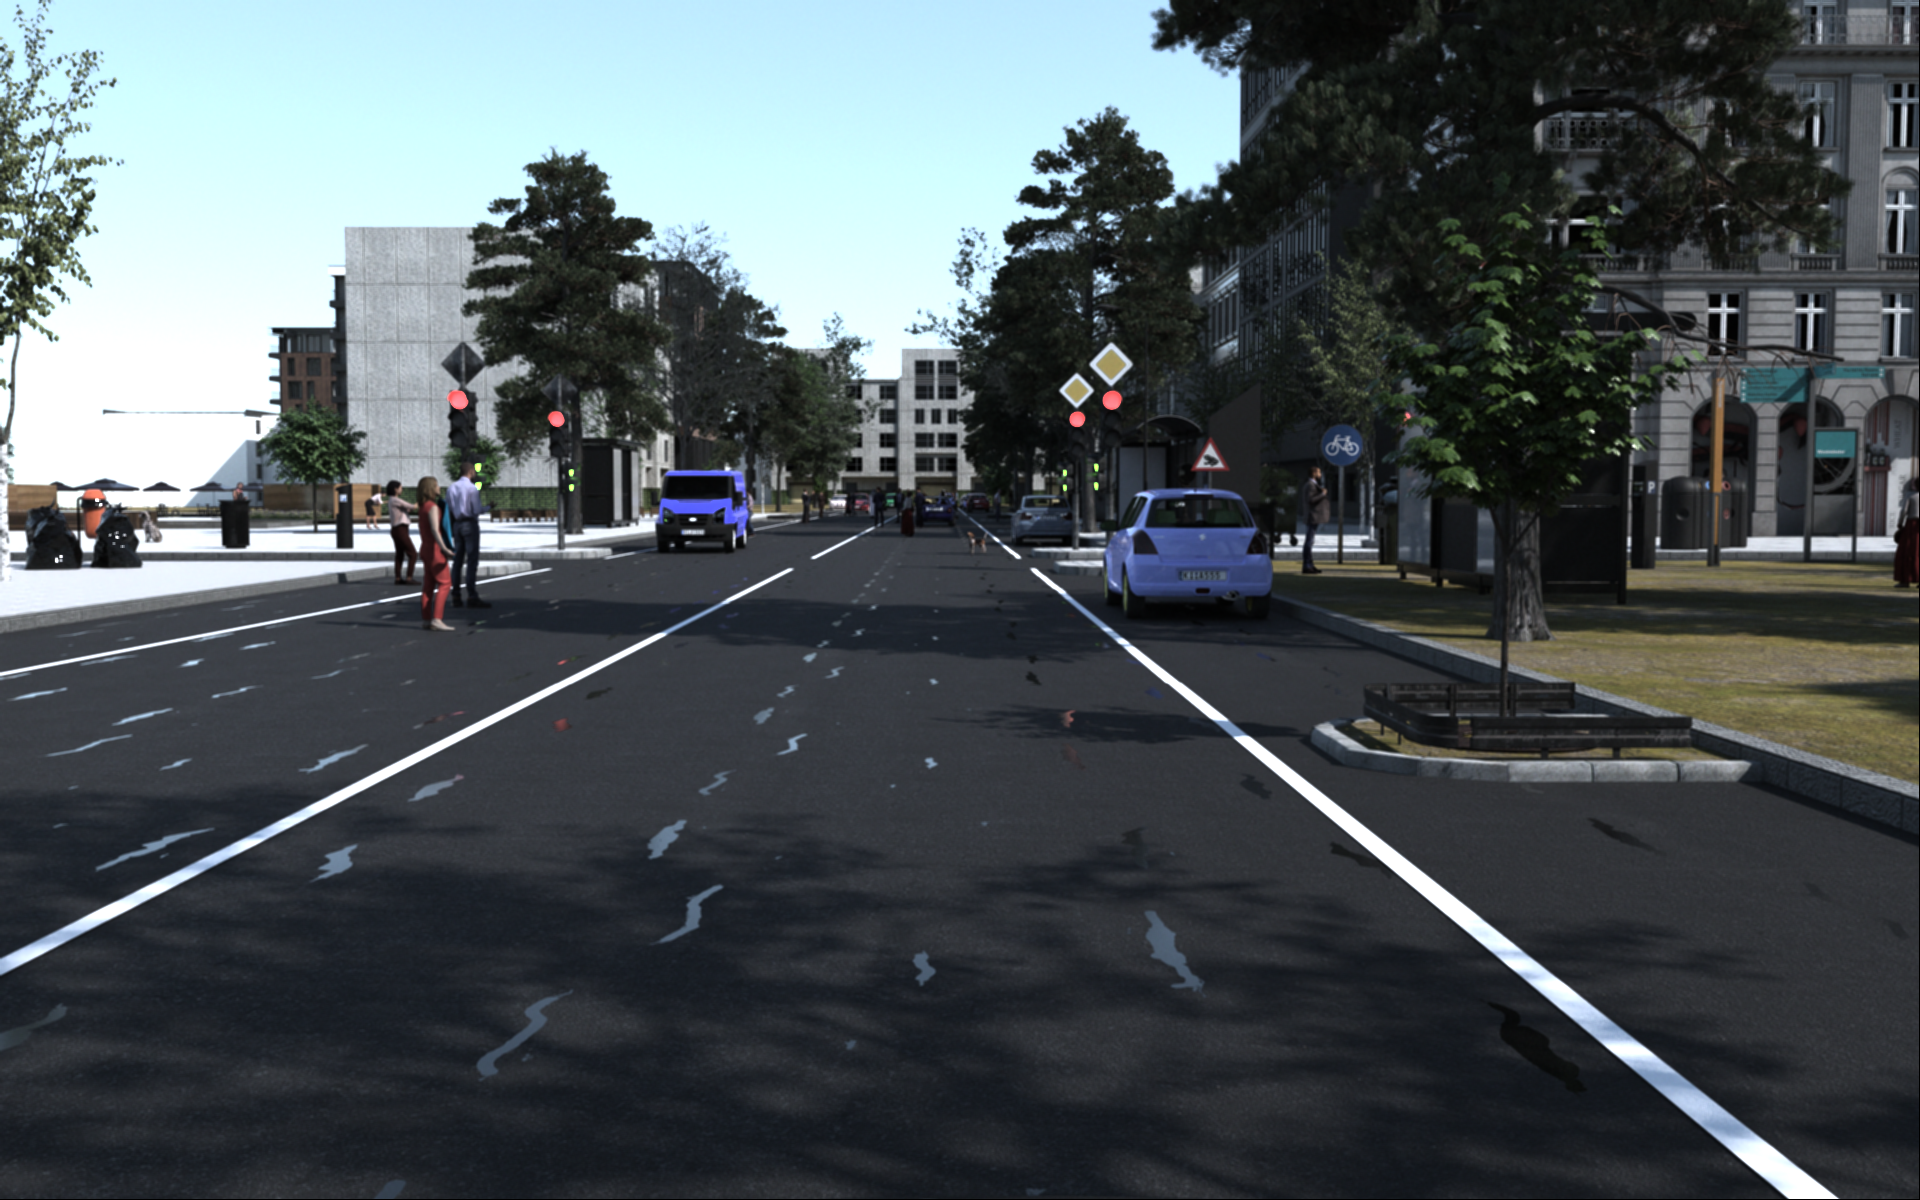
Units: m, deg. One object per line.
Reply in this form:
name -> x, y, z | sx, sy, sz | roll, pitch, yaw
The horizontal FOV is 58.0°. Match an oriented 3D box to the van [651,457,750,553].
van -> -6.512, -2.423, 44.001 | 2.240, 2.365, 5.245 | 0, 4, -3

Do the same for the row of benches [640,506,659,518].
row of benches -> -17.931, -4.849, 94.747 | 4.104, 0.672, 1.422 | -1, 4, -16

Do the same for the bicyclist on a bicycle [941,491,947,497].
bicyclist on a bicycle -> -0.882, -4.885, 89.887 | 1.499, 1.676, 1.625 | 0, 4, -2

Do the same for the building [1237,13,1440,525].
building -> 21.882, -17.589, 81.094 | 14.314, 27.812, 24.014 | 0, 4, -1

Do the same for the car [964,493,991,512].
car -> 1.414, -7.824, 136.960 | 2.155, 1.783, 4.494 | 0, 4, -1

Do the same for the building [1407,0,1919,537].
building -> 27.693, -13.142, 56.672 | 24.055, 21.916, 13.314 | 0, 4, -1

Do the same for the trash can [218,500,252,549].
trash can -> -17.106, -1.788, 40.887 | 0.748, 1.137, 0.748 | 0, 3, 0

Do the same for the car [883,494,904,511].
car -> -5.690, -8.564, 148.816 | 1.959, 1.807, 4.718 | 0, 4, -1

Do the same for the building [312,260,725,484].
building -> -40.094, -19.663, 165.462 | 32.646, 21.610, 27.936 | 0, 4, -1

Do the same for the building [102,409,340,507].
building -> -70.566, -14.286, 175.717 | 28.070, 9.664, 9.099 | 0, 4, -1

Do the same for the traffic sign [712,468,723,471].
traffic sign -> -11.807, -5.137, 84.103 | 0.768, 2.556, 0.104 | 0, 4, 1

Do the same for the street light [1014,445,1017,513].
street light -> 3.216, -8.706, 114.881 | 1.470, 5.913, 1.316 | 0, 4, -1

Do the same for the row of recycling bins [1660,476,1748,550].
row of recycling bins -> 17.535, -2.065, 40.870 | 3.534, 1.692, 1.069 | -3, 5, -44

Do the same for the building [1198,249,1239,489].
building -> 21.086, -16.409, 104.450 | 11.583, 22.565, 21.152 | 0, 4, -1

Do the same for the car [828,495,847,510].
car -> -10.195, -8.282, 147.773 | 2.083, 1.381, 4.827 | 0, 4, -2

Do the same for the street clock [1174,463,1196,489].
street clock -> 5.279, -2.209, 40.689 | 0.471, 2.002, 0.358 | -1, 4, -23

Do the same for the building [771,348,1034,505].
building -> -7.212, -21.506, 218.084 | 31.486, 18.905, 16.747 | 0, 4, -1

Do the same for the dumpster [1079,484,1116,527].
dumpster -> 5.186, -3.629, 65.100 | 1.264, 1.857, 1.865 | 0, 4, -1

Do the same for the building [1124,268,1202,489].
building -> 22.659, -16.293, 132.845 | 16.747, 18.905, 31.486 | 0, 4, -1

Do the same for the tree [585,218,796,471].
tree -> -12.323, -10.210, 77.310 | 12.009, 13.543, 11.850 | 0, 3, 0

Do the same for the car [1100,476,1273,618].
car -> 2.718, -0.715, 21.287 | 1.945, 1.707, 3.694 | 0, 4, -1

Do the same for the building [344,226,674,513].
building -> -32.390, -16.148, 130.477 | 16.747, 18.905, 31.486 | 0, 4, -1

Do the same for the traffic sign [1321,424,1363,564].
traffic sign -> 6.951, -1.926, 31.590 | 0.768, 2.556, 0.104 | 0, 4, 1

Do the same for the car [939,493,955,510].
car -> -1.281, -9.101, 158.394 | 1.945, 1.707, 3.694 | 0, 4, 1

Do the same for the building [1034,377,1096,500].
building -> 24.272, -21.527, 218.426 | 31.486, 18.905, 16.747 | 0, 4, -1

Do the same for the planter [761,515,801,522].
planter -> -9.418, -4.294, 91.345 | 1.991, 0.319, 1.994 | 0, 4, -1

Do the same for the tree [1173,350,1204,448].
tree -> 12.048, -7.993, 81.043 | 4.737, 8.622, 4.395 | 0, 3, 0

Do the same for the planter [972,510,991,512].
planter -> 1.521, -7.380, 141.807 | 1.991, 0.319, 1.994 | 0, 4, -1

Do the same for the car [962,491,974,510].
car -> 1.181, -8.844, 154.197 | 1.945, 1.707, 3.694 | 0, 4, -1

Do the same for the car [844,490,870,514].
car -> -7.522, -7.326, 128.820 | 2.155, 1.783, 4.494 | 0, 4, 1

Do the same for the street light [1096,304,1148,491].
street light -> 4.022, -4.284, 42.580 | 1.470, 5.913, 1.316 | 0, 4, -1

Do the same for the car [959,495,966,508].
car -> 0.892, -10.134, 178.049 | 2.083, 1.381, 4.827 | 0, 4, 1

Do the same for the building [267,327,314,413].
building -> -68.419, -23.170, 222.798 | 32.646, 21.610, 27.936 | 0, 4, -1

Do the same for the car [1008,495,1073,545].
car -> 2.383, -2.298, 49.581 | 2.014, 1.417, 4.499 | 0, 4, 0

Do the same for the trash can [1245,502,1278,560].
trash can -> 5.601, -1.277, 32.533 | 0.748, 1.137, 0.748 | 0, 3, 0

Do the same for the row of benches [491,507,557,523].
row of benches -> -19.945, -3.918, 79.529 | 1.422, 0.672, 4.104 | 2, 4, 31

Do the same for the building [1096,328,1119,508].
building -> 22.989, -18.248, 164.819 | 16.747, 18.905, 31.486 | 0, 4, -1

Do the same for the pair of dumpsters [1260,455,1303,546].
pair of dumpsters -> 7.719, -2.591, 44.851 | 1.574, 2.255, 4.436 | 0, 4, 0

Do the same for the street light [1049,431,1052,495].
street light -> 3.601, -6.516, 79.082 | 1.470, 5.913, 1.316 | 0, 4, -1

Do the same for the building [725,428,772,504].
building -> -37.014, -16.607, 213.663 | 28.070, 9.664, 9.099 | 0, 4, -1

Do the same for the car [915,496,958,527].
car -> -1.085, -3.981, 77.671 | 1.945, 1.354, 3.894 | 0, 4, 1

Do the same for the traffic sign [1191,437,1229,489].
traffic sign -> 5.727, -2.429, 39.713 | 0.884, 2.594, 0.081 | 0, 4, 1
